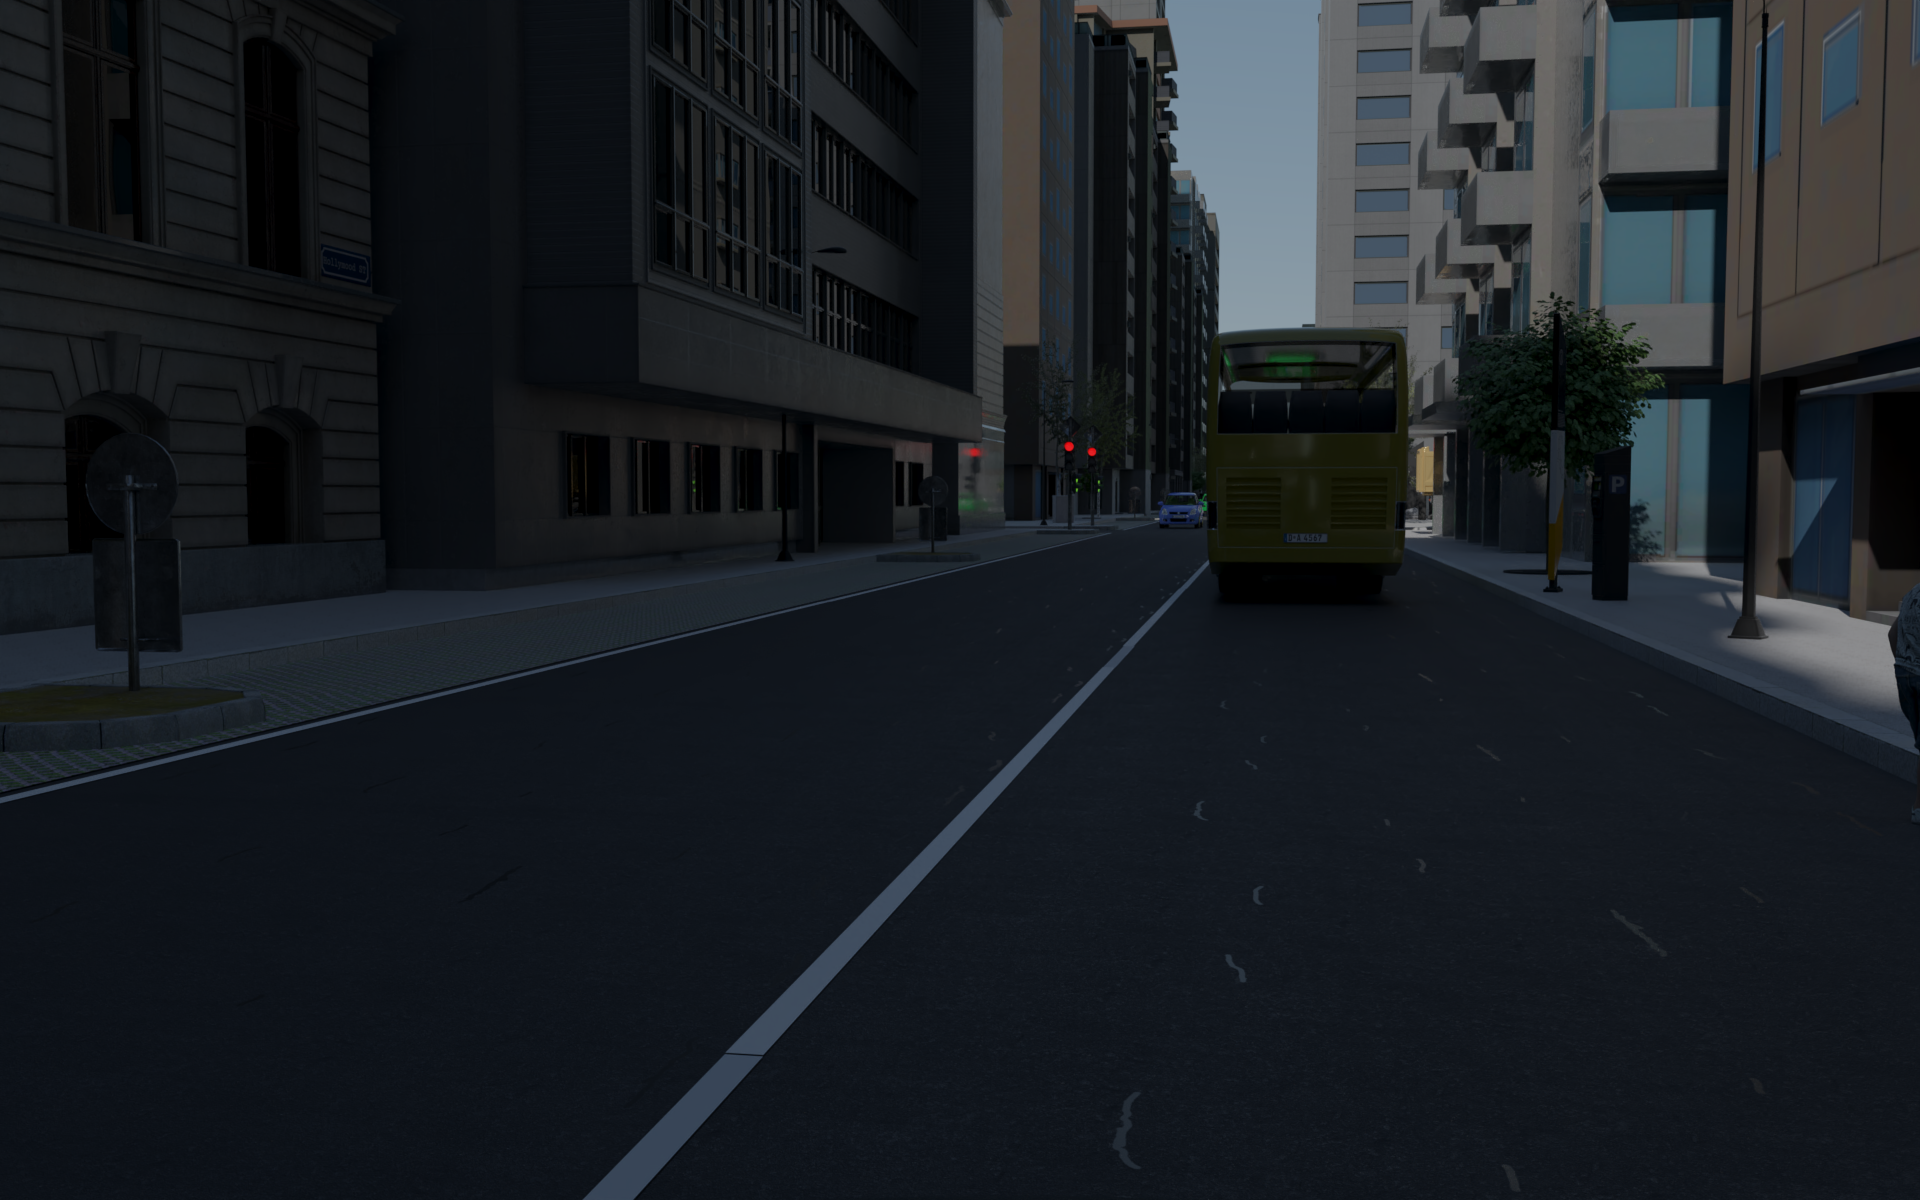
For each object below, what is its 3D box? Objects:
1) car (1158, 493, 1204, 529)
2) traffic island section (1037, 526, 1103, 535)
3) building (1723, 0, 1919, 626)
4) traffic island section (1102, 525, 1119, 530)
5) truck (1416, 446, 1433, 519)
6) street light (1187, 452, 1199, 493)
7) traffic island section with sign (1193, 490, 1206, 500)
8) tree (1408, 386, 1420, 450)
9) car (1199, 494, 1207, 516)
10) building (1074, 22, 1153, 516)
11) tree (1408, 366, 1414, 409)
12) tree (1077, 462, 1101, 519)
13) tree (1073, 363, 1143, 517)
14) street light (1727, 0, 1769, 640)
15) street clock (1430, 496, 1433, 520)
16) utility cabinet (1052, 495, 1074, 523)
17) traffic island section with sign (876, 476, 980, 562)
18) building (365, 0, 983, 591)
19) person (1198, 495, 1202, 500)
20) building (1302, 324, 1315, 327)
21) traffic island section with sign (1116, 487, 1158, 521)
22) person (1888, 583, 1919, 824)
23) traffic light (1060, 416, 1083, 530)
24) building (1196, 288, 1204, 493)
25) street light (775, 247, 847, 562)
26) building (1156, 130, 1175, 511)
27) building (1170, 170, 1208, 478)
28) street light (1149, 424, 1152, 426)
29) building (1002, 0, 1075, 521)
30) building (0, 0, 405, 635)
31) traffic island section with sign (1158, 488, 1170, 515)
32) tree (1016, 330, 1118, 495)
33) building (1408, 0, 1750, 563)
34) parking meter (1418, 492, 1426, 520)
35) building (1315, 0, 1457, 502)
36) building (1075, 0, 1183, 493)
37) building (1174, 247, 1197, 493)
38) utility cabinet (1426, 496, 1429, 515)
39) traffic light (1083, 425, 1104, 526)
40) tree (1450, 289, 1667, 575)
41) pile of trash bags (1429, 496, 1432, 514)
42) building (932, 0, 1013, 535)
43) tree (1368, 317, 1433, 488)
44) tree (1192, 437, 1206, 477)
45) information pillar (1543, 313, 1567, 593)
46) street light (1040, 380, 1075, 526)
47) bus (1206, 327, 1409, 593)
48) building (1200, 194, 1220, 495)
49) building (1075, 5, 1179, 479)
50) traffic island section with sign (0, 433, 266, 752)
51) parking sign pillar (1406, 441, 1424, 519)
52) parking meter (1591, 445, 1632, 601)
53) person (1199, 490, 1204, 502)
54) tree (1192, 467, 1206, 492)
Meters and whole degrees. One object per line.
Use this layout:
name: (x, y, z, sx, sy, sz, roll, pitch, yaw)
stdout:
car: (9.378, -3.896, 73.295, 1.945, 1.707, 3.694, 1, 4, 11)
traffic island section: (3.929, -2.451, 62.347, 2.009, 0.180, 2.903, 1, 4, 10)
building: (15.408, -22.195, 12.999, 14.600, 45.320, 14.200, 1, 4, 10)
traffic island section: (5.346, -2.931, 70.206, 2.009, 0.180, 2.903, 1, 4, 10)
truck: (21.663, -4.093, 62.840, 9.791, 3.379, 3.469, 1, 4, 12)
street light: (25.445, -13.279, 189.649, 1.470, 5.913, 1.316, 1, 4, 10)
traffic island section with sign: (23.017, -9.757, 168.147, 1.989, 1.847, 2.006, 1, 4, 10)
tree: (24.565, -10.419, 104.759, 7.601, 10.594, 8.767, 2, 4, 35)
car: (16.235, -6.233, 110.712, 1.959, 1.807, 4.718, 1, 4, 10)
building: (4.752, -20.730, 110.634, 14.160, 30.474, 14.107, 1, 4, 10)
tree: (18.547, -7.815, 78.130, 4.737, 8.622, 4.395, 0, 3, 0)
tree: (6.947, -5.870, 90.568, 1.663, 3.219, 1.824, 0, 3, 0)
tree: (8.050, -9.069, 98.636, 4.737, 8.622, 4.395, 0, 3, 0)
street light: (6.488, -2.618, 15.349, 1.470, 5.913, 1.316, 1, 4, 10)
street clock: (23.451, -4.978, 85.953, 0.358, 2.002, 0.471, 3, 5, 42)
utility cabinet: (4.593, -4.026, 76.990, 1.020, 1.237, 0.306, -3, 4, -36)
traffic island section with sign: (-0.618, -1.742, 37.105, 1.989, 1.847, 2.006, 1, 4, 10)
building: (-8.876, -13.374, 37.724, 14.314, 24.678, 30.058, 1, 4, 10)
person: (23.727, -10.049, 173.360, 0.990, 1.755, 0.434, 0, 4, 0)
building: (64.281, -31.754, 290.874, 14.160, 30.474, 14.107, 1, 4, 10)
traffic island section with sign: (9.410, -5.144, 92.726, 1.989, 1.847, 2.006, 1, 4, 10)
person: (4.254, 0.343, 7.572, 0.352, 1.250, 0.332, 2, 4, 26)
traffic light: (3.967, -4.482, 62.205, 0.839, 4.253, 0.868, 1, 4, 10)
building: (25.599, -28.340, 235.057, 14.160, 30.474, 14.107, 1, 4, 10)
street light: (-2.810, -3.684, 32.767, 1.470, 5.913, 1.316, 1, 4, 10)
building: (8.701, -22.090, 132.880, 14.160, 30.474, 14.107, 1, 4, 10)
building: (25.135, -38.995, 257.171, 23.786, 49.044, 30.456, 1, 4, 10)
street light: (12.001, -8.713, 114.993, 1.470, 5.913, 1.316, 1, 4, 10)
building: (-1.805, -26.837, 88.891, 14.600, 45.320, 14.200, 1, 4, 10)
building: (-15.543, -11.437, 6.072, 14.460, 24.649, 34.723, 1, 4, 10)
traffic island section with sign: (14.195, -6.766, 119.255, 1.989, 1.847, 2.006, 1, 4, 10)
tree: (4.700, -7.811, 78.066, 4.360, 8.622, 3.978, 0, 3, 0)
building: (23.469, -25.846, 42.195, 23.786, 49.044, 30.456, 1, 4, 10)
parking meter: (22.681, -4.852, 85.034, 0.399, 1.863, 0.255, 0, 4, 6)
building: (51.756, -40.227, 199.705, 21.231, 58.520, 28.212, 1, 4, 10)
building: (13.331, -45.583, 183.529, 20.563, 71.187, 20.611, 1, 4, 10)
building: (19.660, -26.272, 201.246, 14.160, 30.474, 14.107, 1, 4, 10)
utility cabinet: (24.157, -5.023, 90.812, 0.318, 1.500, 1.173, 3, 5, 43)
traffic light: (5.384, -4.963, 70.064, 0.839, 4.253, 0.868, 1, 4, 10)
tree: (9.654, -2.709, 28.009, 4.285, 4.588, 4.351, 0, 3, 0)
pile of trash bags: (28.082, -5.877, 105.835, 3.447, 1.369, 1.912, 2, 4, 32)
building: (-7.956, -12.867, 59.533, 18.267, 20.994, 9.793, 1, 4, 10)
tree: (17.953, -7.447, 72.124, 4.360, 8.622, 3.978, 0, 3, 0)
tree: (29.992, -16.357, 217.797, 4.360, 8.622, 3.978, 0, 3, 0)
information pillar: (7.821, -1.916, 22.678, 0.183, 3.616, 0.504, 2, 4, 30)
street light: (3.962, -5.996, 70.570, 1.470, 5.913, 1.316, 1, 4, 10)
bus: (5.452, -2.228, 27.981, 2.896, 3.916, 12.252, 1, 4, 10)
building: (31.126, -40.311, 282.789, 21.300, 48.544, 21.600, 1, 4, 10)
building: (8.546, -30.908, 159.973, 22.147, 44.769, 28.867, 1, 4, 10)
traffic island section with sign: (-5.412, -0.116, 10.533, 1.989, 1.847, 2.006, 1, 4, 10)
parking sign pillar: (22.955, -6.103, 88.253, 1.447, 3.967, 1.447, 1, 4, 22)
parking meter: (7.839, -0.927, 20.875, 0.399, 1.863, 0.255, 0, 4, -8)
person: (24.356, -10.252, 175.745, 1.348, 1.869, 0.705, 1, 4, 13)
tree: (28.438, -13.852, 210.197, 4.285, 4.588, 4.351, 0, 3, 0)
